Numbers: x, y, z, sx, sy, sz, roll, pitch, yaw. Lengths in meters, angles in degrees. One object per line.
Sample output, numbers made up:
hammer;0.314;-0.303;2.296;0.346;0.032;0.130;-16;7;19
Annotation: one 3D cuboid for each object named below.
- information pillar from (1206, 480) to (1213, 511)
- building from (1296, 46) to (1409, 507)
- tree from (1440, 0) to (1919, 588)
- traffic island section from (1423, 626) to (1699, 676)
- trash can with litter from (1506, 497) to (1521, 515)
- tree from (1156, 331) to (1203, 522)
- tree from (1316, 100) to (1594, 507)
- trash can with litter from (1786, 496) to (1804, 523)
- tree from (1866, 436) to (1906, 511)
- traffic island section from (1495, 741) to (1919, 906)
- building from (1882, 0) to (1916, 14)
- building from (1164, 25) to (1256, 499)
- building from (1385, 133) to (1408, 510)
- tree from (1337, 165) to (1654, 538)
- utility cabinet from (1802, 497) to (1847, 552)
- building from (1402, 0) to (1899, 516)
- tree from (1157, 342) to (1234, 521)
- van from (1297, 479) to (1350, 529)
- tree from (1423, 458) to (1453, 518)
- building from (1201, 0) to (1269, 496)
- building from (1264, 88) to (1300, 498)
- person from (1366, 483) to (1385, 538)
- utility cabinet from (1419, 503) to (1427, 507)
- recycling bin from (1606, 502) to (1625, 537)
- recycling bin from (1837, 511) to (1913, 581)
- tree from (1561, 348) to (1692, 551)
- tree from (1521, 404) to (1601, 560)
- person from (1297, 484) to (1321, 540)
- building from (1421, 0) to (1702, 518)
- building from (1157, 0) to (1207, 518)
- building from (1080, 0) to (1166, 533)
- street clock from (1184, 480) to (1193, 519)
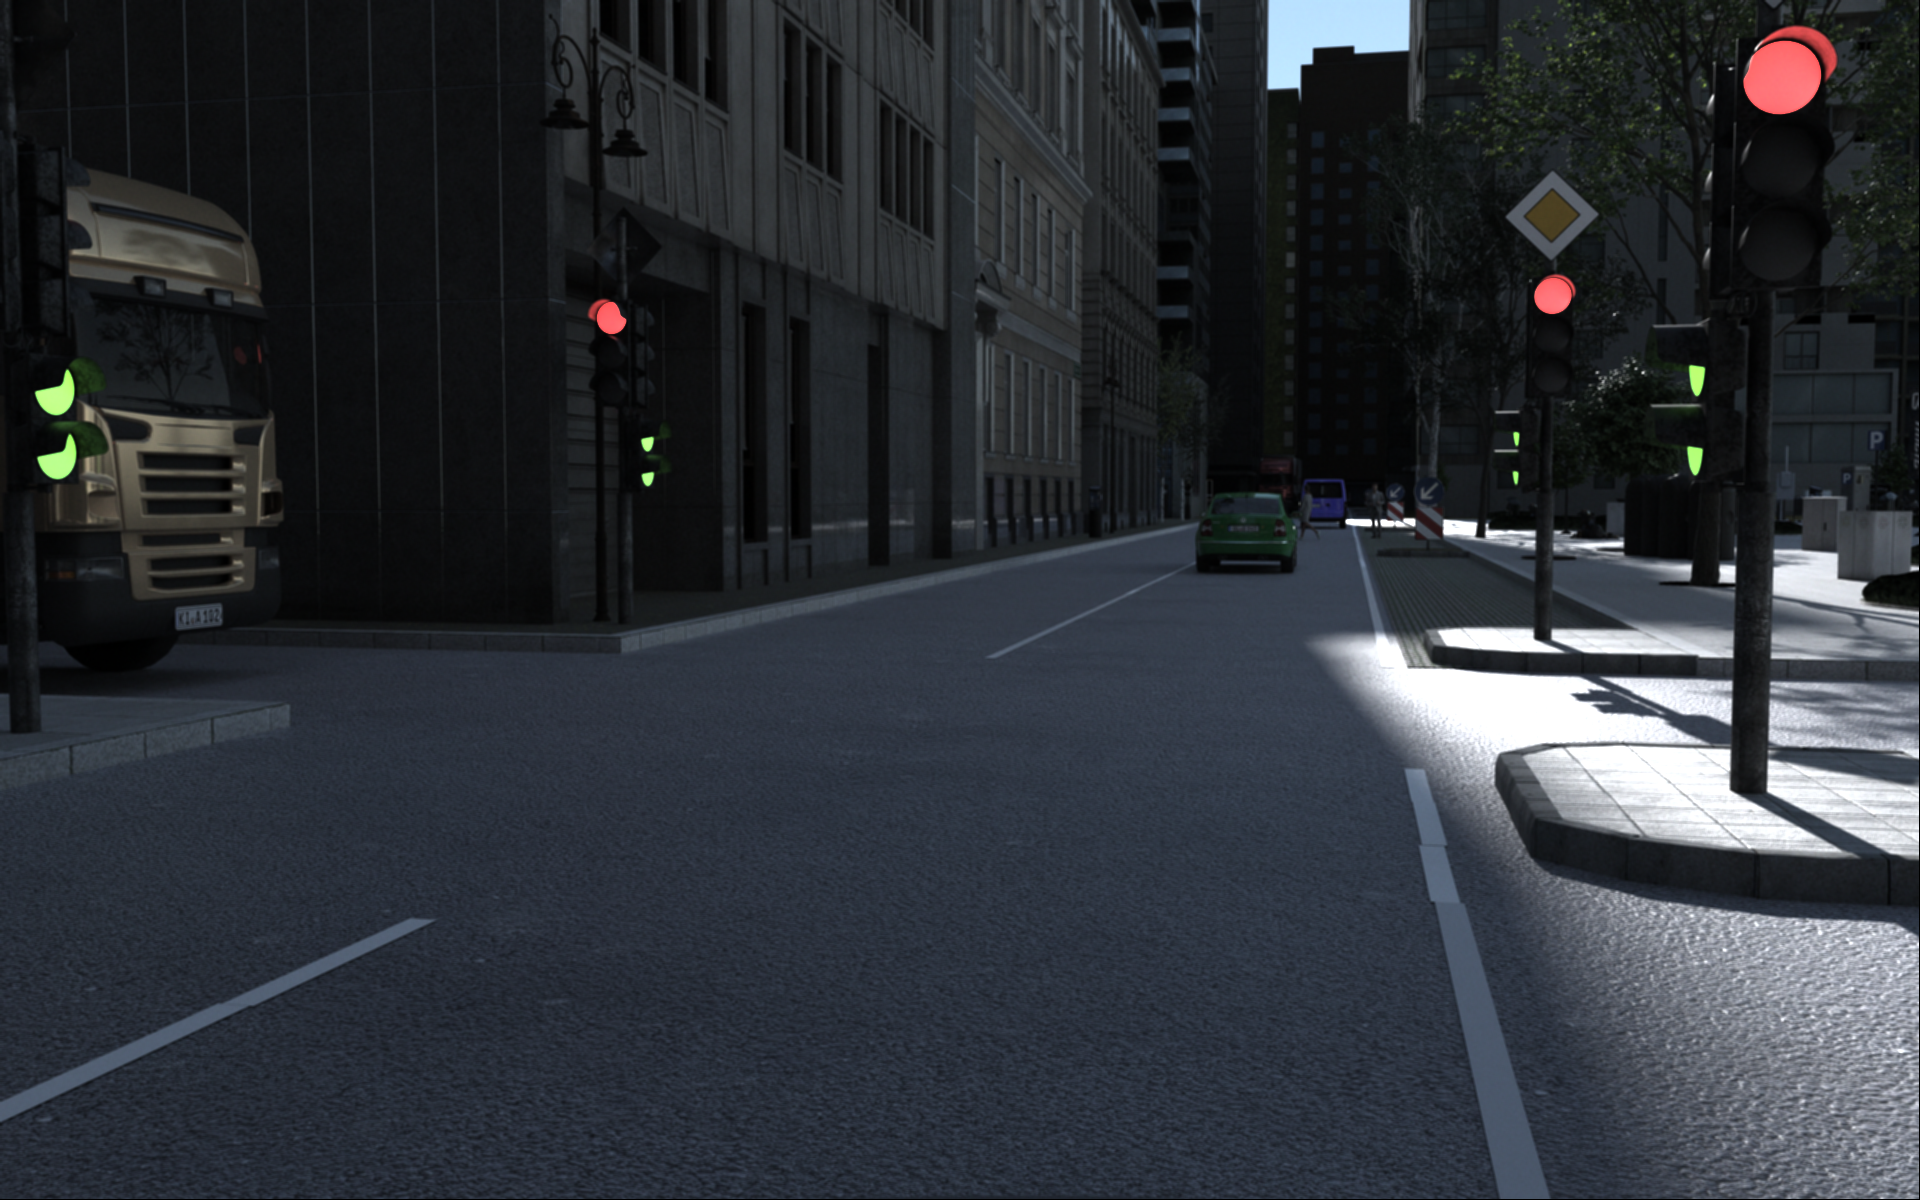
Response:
information pillar;12.810;-5.168;88.991;0.304;2.012;0.304;0;4;6
building;41.857;-32.183;176.294;14.200;45.320;14.600;1;4;12
tree;10.400;-5.989;23.670;9.928;11.665;9.643;0;3;0
traffic island section;5.158;0.429;15.270;2.009;0.180;2.903;1;4;12
trash can with litter;22.882;-3.658;71.203;0.624;1.170;1.055;0;4;-4
tree;8.969;-7.821;78.240;4.737;8.622;4.395;0;3;0
tree;23.128;-13.795;81.445;12.611;20.169;13.585;0;3;0
trash can with litter;37.894;-4.064;77.507;1.678;1.210;2.233;-2;4;-35
tree;31.009;-3.836;57.322;1.663;3.219;1.824;0;3;0
traffic island section;3.424;0.906;7.474;2.009;0.180;2.903;1;4;12
building;68.676;-29.925;143.903;28.867;44.769;22.147;1;4;12
building;6.719;-27.124;135.361;32.217;40.220;23.993;1;4;12
building;41.790;-22.533;140.123;14.160;30.474;14.107;1;4;12
tree;15.243;-7.077;50.127;8.767;10.594;7.601;0;4;0
utility cabinet;19.471;-1.705;39.047;0.306;1.237;1.020;-1;4;-16
building;44.441;-32.268;116.816;28.713;52.752;27.495;1;4;12
tree;11.008;-8.151;83.636;4.360;8.622;3.978;0;3;0
van;15.405;-4.221;73.395;2.240;2.365;5.245;1;4;12
tree;25.604;-5.989;92.525;1.663;3.219;1.824;0;3;0
building;16.787;-43.871;155.535;20.611;71.187;20.563;1;4;12
building;28.038;-30.326;179.420;14.086;41.232;14.154;1;4;12
person;13.385;-2.887;55.902;0.606;1.804;0.583;1;4;20
utility cabinet;19.663;-3.967;73.547;0.318;1.500;1.173;1;4;13
recycling bin;20.047;-2.444;52.514;0.722;1.027;0.722;2;4;32
recycling bin;13.702;-0.819;25.948;0.722;1.027;0.722;-1;4;-13
tree;15.289;-3.389;39.119;4.285;4.588;4.351;0;3;0
tree;11.476;-2.410;33.999;1.663;3.219;1.824;0;3;0
person;10.777;-2.714;53.625;0.760;1.731;0.466;0;4;6
building;33.335;-19.999;98.689;14.160;30.474;14.107;1;4;12
building;4.646;-48.540;106.294;22.319;86.520;31.000;1;4;12
building;1.951;-13.246;65.726;9.793;20.994;18.267;1;4;12
street clock;11.510;-5.077;87.587;0.471;2.002;0.358;-2;4;-34
